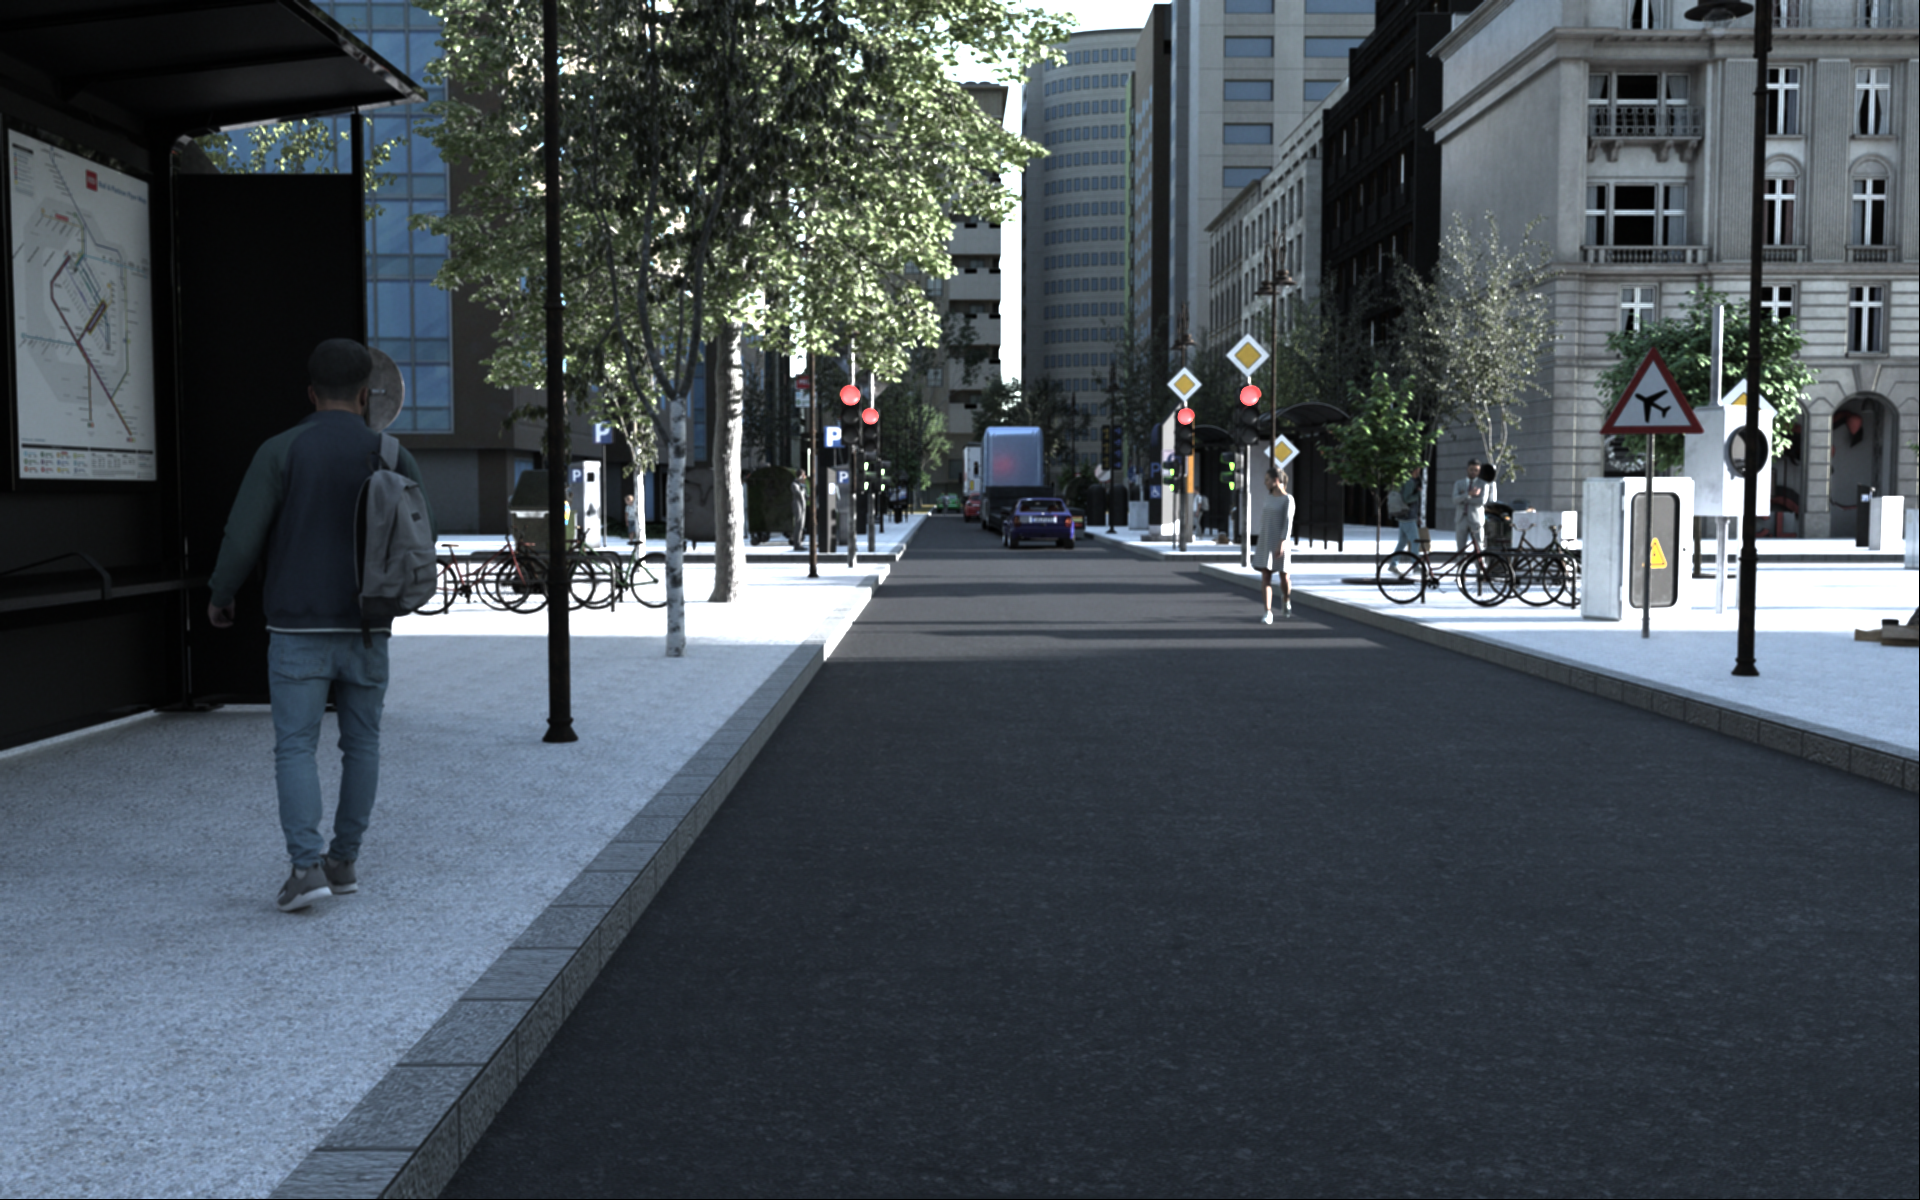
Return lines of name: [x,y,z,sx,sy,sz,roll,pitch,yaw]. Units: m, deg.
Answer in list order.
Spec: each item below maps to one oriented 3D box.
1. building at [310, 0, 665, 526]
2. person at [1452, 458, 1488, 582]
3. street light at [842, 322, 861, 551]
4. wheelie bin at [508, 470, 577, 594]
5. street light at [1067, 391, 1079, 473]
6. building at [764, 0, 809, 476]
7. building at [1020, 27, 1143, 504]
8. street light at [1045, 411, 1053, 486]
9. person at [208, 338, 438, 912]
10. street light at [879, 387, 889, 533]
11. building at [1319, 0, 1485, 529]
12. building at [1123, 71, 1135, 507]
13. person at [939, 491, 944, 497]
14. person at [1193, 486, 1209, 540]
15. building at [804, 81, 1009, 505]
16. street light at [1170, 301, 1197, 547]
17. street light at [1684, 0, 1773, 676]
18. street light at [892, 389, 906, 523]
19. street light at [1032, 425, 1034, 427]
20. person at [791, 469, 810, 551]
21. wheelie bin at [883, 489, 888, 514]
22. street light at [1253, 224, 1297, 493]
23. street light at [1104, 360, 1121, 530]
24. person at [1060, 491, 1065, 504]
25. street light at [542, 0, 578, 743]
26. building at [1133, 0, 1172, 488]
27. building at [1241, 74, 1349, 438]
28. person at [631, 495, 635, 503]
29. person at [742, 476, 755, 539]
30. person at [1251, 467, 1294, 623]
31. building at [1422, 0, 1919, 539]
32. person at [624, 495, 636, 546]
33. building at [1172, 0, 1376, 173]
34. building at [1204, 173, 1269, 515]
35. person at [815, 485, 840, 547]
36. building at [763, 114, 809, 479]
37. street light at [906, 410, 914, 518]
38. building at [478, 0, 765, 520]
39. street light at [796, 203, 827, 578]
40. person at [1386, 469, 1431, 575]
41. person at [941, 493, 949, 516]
building: [-20.662,-26.398,81.717,14.600,45.320,14.200,0,4,0]
person: [7.449,-1.166,25.295,0.511,1.800,0.466,1,4,12]
street light: [-2.403,-4.051,39.028,0.468,5.910,1.993,0,4,0]
wheelie bin: [-5.402,-0.887,22.410,0.980,1.594,0.693,1,4,19]
street light: [5.069,-6.406,77.530,0.468,5.910,1.993,0,4,0]
building: [-35.028,-55.329,217.300,31.000,86.520,22.319,0,4,0]
building: [22.077,-41.339,217.888,28.212,58.520,21.231,0,4,0]
street light: [4.875,-7.484,95.149,0.468,5.910,1.993,0,4,0]
person: [-1.999,0.053,5.530,0.721,1.781,0.623,3,5,44]
street light: [-2.601,-5.168,57.279,0.468,5.910,1.993,0,4,0]
building: [22.566,-14.737,70.630,12.332,23.373,15.834,0,4,0]
building: [23.096,-29.826,171.255,14.154,41.232,14.086,0,4,0]
person: [-1.711,-9.429,163.202,0.750,1.759,0.617,-1,4,-10]
person: [6.661,-2.433,48.412,0.523,1.515,0.503,-2,4,-29]
building: [-5.808,-38.685,221.745,27.495,52.752,28.713,0,4,0]
street light: [5.334,-4.207,41.578,0.468,5.910,1.993,0,4,0]
street light: [5.570,-2.405,12.105,0.468,5.910,1.993,0,4,0]
street light: [-2.733,-6.275,75.389,0.468,5.910,1.993,0,4,0]
street light: [4.764,-8.580,113.064,0.468,5.910,1.993,0,4,0]
person: [-3.578,-2.043,39.249,0.447,1.846,0.655,0,4,5]
wheelie bin: [-4.895,-6.279,110.564,0.693,1.594,0.980,1,4,14]
street light: [5.410,-3.494,29.921,0.468,5.910,1.993,0,4,0]
street light: [5.244,-5.308,59.581,0.468,5.910,1.993,0,4,0]
person: [10.374,-10.311,175.073,0.568,1.767,0.683,-1,4,-11]
street light: [-2.080,-2.205,8.834,0.468,5.910,1.993,0,4,0]
building: [23.441,-30.996,156.893,14.600,45.320,14.200,0,4,0]
building: [20.764,-14.208,87.059,10.420,20.320,16.860,0,4,0]
person: [-10.353,-2.714,55.096,0.352,1.250,0.332,0,4,7]
person: [-6.134,-2.680,49.954,0.635,1.810,0.391,-2,4,-30]
person: [3.537,-0.625,19.463,0.466,1.731,0.760,1,4,20]
building: [28.424,-13.036,54.933,24.055,21.916,13.314,0,4,0]
person: [-8.126,-1.971,42.951,0.332,1.250,0.352,3,5,41]
building: [27.067,-36.285,135.262,21.231,58.520,28.212,0,4,0]
building: [20.892,-15.625,104.616,9.793,20.994,18.267,0,4,0]
person: [-3.237,-2.166,41.628,0.661,1.801,0.590,-2,4,-34]
building: [-29.085,-31.294,166.288,28.867,44.769,22.147,0,4,0]
street light: [-2.886,-7.353,93.008,0.468,5.910,1.993,0,4,0]
building: [-19.442,-27.754,103.887,14.600,45.320,14.200,0,4,0]
street light: [-2.258,-3.282,26.453,0.468,5.910,1.993,0,4,0]
person: [7.048,-1.289,27.107,0.713,1.824,0.794,2,4,25]
person: [-0.961,-6.184,112.207,0.503,1.515,0.523,0,4,-5]
